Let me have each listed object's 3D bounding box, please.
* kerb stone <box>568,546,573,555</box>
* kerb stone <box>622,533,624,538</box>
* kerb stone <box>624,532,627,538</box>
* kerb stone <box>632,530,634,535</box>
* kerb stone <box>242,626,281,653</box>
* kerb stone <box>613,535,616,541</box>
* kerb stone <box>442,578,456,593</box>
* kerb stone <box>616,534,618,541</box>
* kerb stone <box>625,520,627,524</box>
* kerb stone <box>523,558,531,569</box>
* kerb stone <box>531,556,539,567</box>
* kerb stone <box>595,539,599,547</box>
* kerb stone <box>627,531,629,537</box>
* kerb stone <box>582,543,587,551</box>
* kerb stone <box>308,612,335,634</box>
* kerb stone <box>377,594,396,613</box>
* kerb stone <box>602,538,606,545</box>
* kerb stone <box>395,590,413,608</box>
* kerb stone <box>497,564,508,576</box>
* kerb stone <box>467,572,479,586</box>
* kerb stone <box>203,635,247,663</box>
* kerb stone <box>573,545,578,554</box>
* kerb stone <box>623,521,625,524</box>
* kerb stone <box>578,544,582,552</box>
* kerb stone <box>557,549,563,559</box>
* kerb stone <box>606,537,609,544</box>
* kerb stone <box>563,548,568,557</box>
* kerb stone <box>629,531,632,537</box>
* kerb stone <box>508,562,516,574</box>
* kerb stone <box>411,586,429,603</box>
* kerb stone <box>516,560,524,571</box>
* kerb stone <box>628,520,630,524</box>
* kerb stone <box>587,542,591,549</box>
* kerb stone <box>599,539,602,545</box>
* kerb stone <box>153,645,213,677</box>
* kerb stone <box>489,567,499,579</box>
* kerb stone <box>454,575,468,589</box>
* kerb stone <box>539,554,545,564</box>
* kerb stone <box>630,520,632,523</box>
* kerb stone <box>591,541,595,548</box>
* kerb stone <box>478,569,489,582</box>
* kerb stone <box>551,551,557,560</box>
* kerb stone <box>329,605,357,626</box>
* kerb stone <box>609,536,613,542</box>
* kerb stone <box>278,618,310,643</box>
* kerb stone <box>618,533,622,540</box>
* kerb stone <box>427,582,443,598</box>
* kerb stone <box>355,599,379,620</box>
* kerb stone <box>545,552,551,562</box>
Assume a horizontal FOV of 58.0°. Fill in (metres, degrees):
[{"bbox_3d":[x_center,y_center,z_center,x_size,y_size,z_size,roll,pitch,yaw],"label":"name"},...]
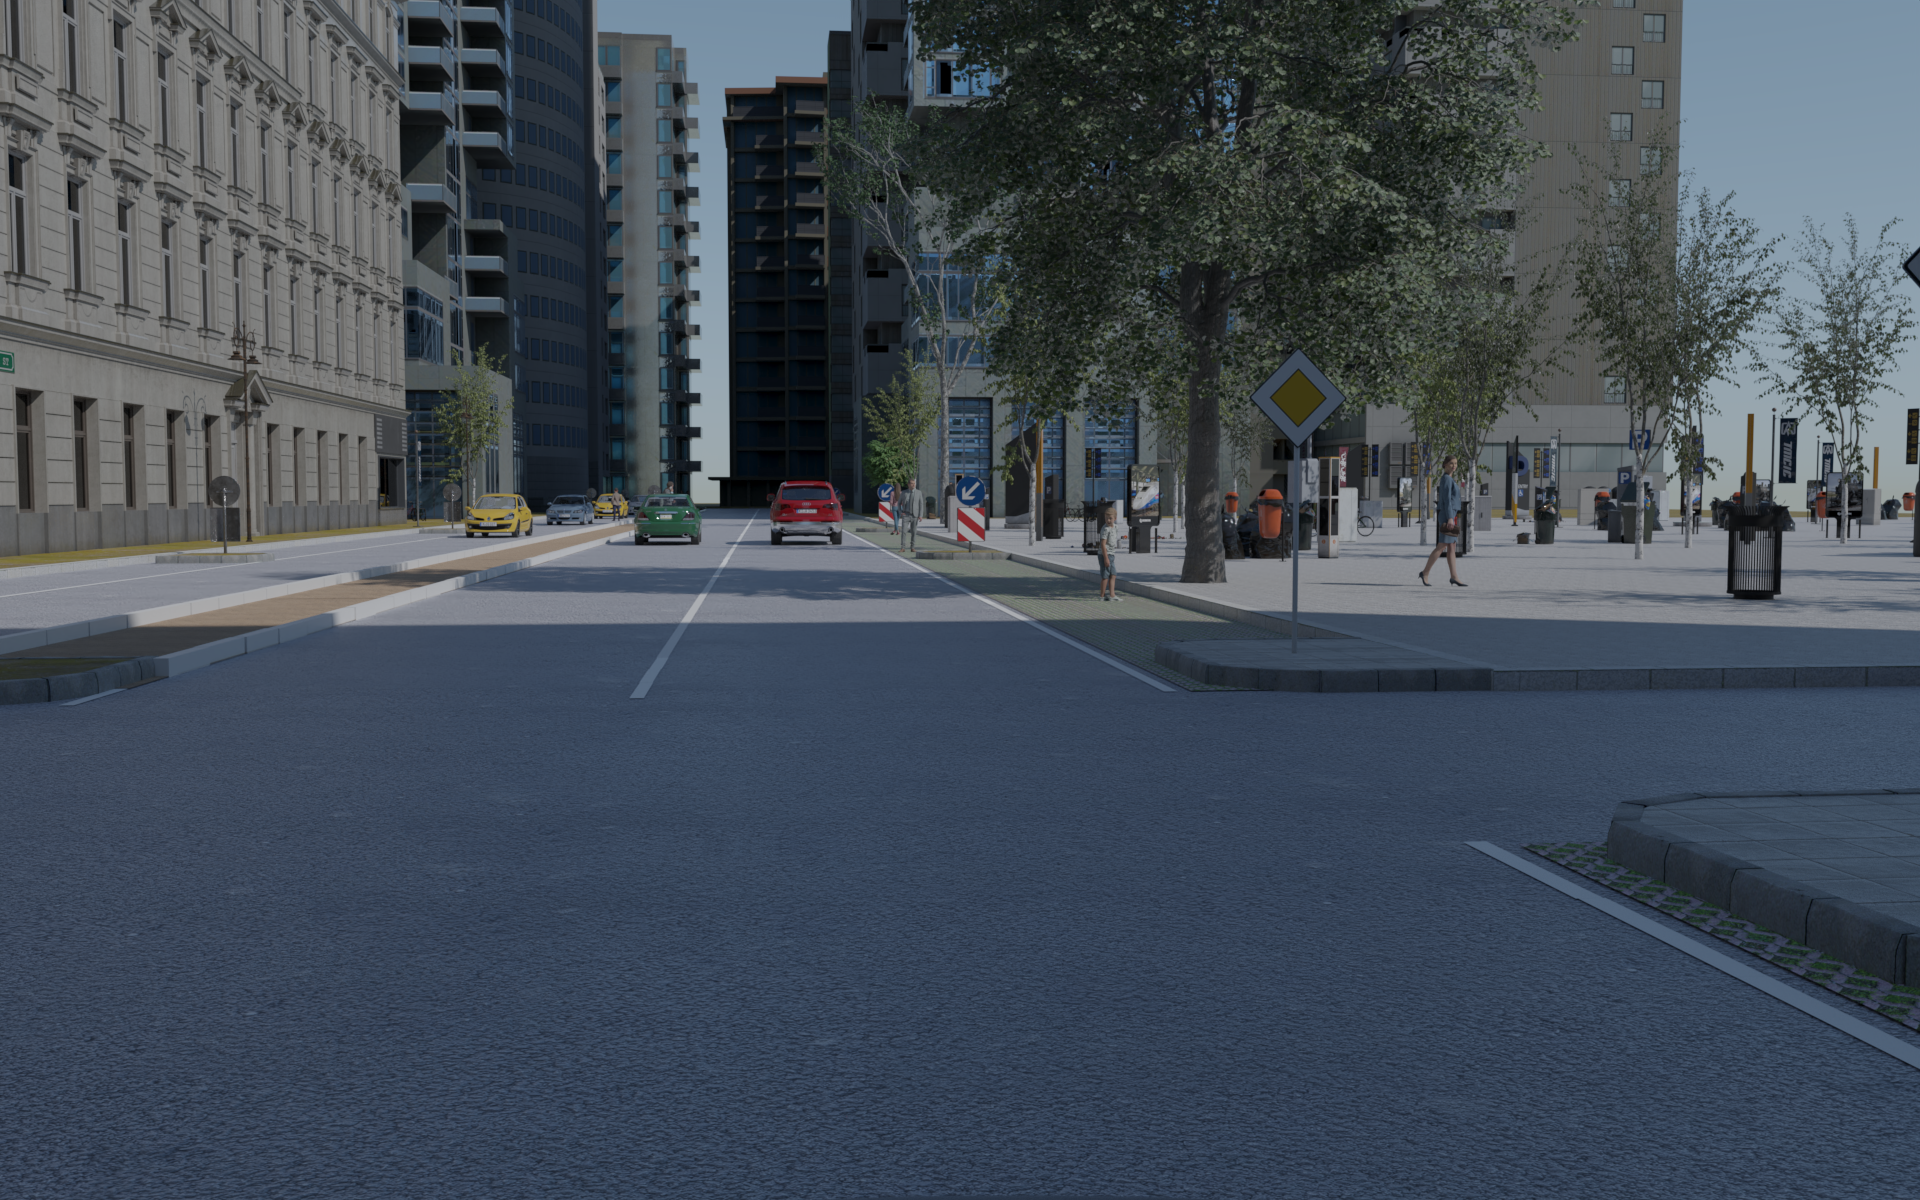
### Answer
[{"bbox_3d":[-9.229,-1.119,40.516,0.120,0.150,1.000,0,4,-6],"label":"kerb stone"},{"bbox_3d":[-10.805,-1.993,54.788,0.120,0.150,1.000,0,4,-6],"label":"kerb stone"},{"bbox_3d":[-10.919,-2.055,55.804,0.120,0.150,1.000,0,4,-6],"label":"kerb stone"},{"bbox_3d":[-11.251,-2.242,58.859,0.120,0.150,1.000,0,4,-6],"label":"kerb stone"},{"bbox_3d":[-6.525,0.375,16.062,0.120,0.150,1.000,0,4,-6],"label":"kerb stone"},{"bbox_3d":[-10.467,-1.806,51.722,0.120,0.150,1.000,0,4,-6],"label":"kerb stone"},{"bbox_3d":[-7.544,-0.182,25.249,0.120,0.150,1.000,0,4,-6],"label":"kerb stone"},{"bbox_3d":[-10.583,-1.863,52.745,0.120,0.150,1.000,0,4,-6],"label":"kerb stone"},{"bbox_3d":[-15.813,-3.599,81.034,0.120,0.150,1.000,0,4,-6],"label":"kerb stone"},{"bbox_3d":[-8.444,-0.681,33.394,0.120,0.150,1.000,0,4,-6],"label":"kerb stone"},{"bbox_3d":[-8.550,-0.748,34.418,0.120,0.150,1.000,0,4,-6],"label":"kerb stone"},{"bbox_3d":[-9.907,-1.494,46.627,0.120,0.150,1.000,0,4,-6],"label":"kerb stone"},{"bbox_3d":[-11.028,-2.116,56.821,0.120,0.150,1.000,0,4,-6],"label":"kerb stone"},{"bbox_3d":[-9.567,-1.308,43.574,0.120,0.150,1.000,0,4,-6],"label":"kerb stone"},{"bbox_3d":[-6.750,0.257,18.098,0.120,0.150,1.000,0,4,-6],"label":"kerb stone"},{"bbox_3d":[-7.088,0.066,21.162,0.120,0.150,1.000,0,4,-6],"label":"kerb stone"},{"bbox_3d":[-10.129,-1.619,48.663,0.120,0.150,1.000,0,4,-6],"label":"kerb stone"},{"bbox_3d":[-7.199,0.001,22.178,0.120,0.150,1.000,0,4,-6],"label":"kerb stone"},{"bbox_3d":[-8.107,-0.498,30.339,0.120,0.150,1.000,0,4,-6],"label":"kerb stone"},{"bbox_3d":[-7.766,-0.311,27.281,0.120,0.150,1.000,0,4,-6],"label":"kerb stone"},{"bbox_3d":[-6.423,0.438,15.034,0.120,0.150,1.000,0,4,-6],"label":"kerb stone"},{"bbox_3d":[-9.342,-1.183,41.532,0.120,0.150,1.000,0,4,-6],"label":"kerb stone"},{"bbox_3d":[-15.714,-3.532,80.015,0.120,0.150,1.000,0,4,-6],"label":"kerb stone"},{"bbox_3d":[-9.457,-1.244,42.556,0.120,0.150,1.000,0,4,-6],"label":"kerb stone"},{"bbox_3d":[-9.004,-0.995,38.483,0.120,0.150,1.000,0,4,-6],"label":"kerb stone"},{"bbox_3d":[-10.235,-1.681,49.680,0.120,0.150,1.000,0,4,-6],"label":"kerb stone"},{"bbox_3d":[-9.115,-1.054,39.501,0.120,0.150,1.000,0,4,-6],"label":"kerb stone"},{"bbox_3d":[-11.141,-2.180,57.837,0.120,0.150,1.000,0,4,-6],"label":"kerb stone"},{"bbox_3d":[-8.215,-0.559,31.359,0.120,0.150,1.000,0,4,-6],"label":"kerb stone"},{"bbox_3d":[-7.314,-0.062,23.206,0.120,0.150,1.000,0,4,-6],"label":"kerb stone"},{"bbox_3d":[-8.328,-0.622,32.375,0.120,0.150,1.000,0,4,-6],"label":"kerb stone"},{"bbox_3d":[-16.040,-3.724,83.075,0.120,0.150,1.000,0,4,-6],"label":"kerb stone"},{"bbox_3d":[-9.683,-1.370,44.595,0.120,0.150,1.000,0,4,-6],"label":"kerb stone"},{"bbox_3d":[-10.017,-1.553,47.646,0.120,0.150,1.000,0,4,-6],"label":"kerb stone"},{"bbox_3d":[-6.295,0.500,14.020,0.120,0.150,1.000,0,4,-6],"label":"kerb stone"},{"bbox_3d":[-7.991,-0.432,29.323,0.120,0.150,1.000,0,4,-6],"label":"kerb stone"},{"bbox_3d":[-7.654,-0.249,26.265,0.120,0.150,1.000,0,4,-6],"label":"kerb stone"},{"bbox_3d":[-8.665,-0.800,35.436,0.120,0.150,1.000,0,4,-6],"label":"kerb stone"},{"bbox_3d":[-16.152,-3.786,84.092,0.120,0.150,1.000,0,4,-6],"label":"kerb stone"},{"bbox_3d":[-9.791,-1.428,45.612,0.120,0.150,1.000,0,4,-6],"label":"kerb stone"},{"bbox_3d":[-7.887,-0.374,28.302,0.120,0.150,1.000,0,4,-6],"label":"kerb stone"},{"bbox_3d":[-8.888,-0.932,37.468,0.120,0.150,1.000,0,4,-6],"label":"kerb stone"},{"bbox_3d":[-6.867,0.192,19.125,0.120,0.150,1.000,0,4,-6],"label":"kerb stone"},{"bbox_3d":[-10.354,-1.739,50.704,0.120,0.150,1.000,0,4,-6],"label":"kerb stone"},{"bbox_3d":[-6.632,0.317,17.080,0.120,0.150,1.000,0,4,-6],"label":"kerb stone"},{"bbox_3d":[-10.691,-1.929,53.772,0.120,0.150,1.000,0,4,-6],"label":"kerb stone"},{"bbox_3d":[-7.424,-0.120,24.225,0.120,0.150,1.000,0,4,-6],"label":"kerb stone"},{"bbox_3d":[-6.969,0.125,20.147,0.120,0.150,1.000,0,4,-6],"label":"kerb stone"},{"bbox_3d":[-8.781,-0.867,36.451,0.120,0.150,1.000,0,4,-6],"label":"kerb stone"}]
